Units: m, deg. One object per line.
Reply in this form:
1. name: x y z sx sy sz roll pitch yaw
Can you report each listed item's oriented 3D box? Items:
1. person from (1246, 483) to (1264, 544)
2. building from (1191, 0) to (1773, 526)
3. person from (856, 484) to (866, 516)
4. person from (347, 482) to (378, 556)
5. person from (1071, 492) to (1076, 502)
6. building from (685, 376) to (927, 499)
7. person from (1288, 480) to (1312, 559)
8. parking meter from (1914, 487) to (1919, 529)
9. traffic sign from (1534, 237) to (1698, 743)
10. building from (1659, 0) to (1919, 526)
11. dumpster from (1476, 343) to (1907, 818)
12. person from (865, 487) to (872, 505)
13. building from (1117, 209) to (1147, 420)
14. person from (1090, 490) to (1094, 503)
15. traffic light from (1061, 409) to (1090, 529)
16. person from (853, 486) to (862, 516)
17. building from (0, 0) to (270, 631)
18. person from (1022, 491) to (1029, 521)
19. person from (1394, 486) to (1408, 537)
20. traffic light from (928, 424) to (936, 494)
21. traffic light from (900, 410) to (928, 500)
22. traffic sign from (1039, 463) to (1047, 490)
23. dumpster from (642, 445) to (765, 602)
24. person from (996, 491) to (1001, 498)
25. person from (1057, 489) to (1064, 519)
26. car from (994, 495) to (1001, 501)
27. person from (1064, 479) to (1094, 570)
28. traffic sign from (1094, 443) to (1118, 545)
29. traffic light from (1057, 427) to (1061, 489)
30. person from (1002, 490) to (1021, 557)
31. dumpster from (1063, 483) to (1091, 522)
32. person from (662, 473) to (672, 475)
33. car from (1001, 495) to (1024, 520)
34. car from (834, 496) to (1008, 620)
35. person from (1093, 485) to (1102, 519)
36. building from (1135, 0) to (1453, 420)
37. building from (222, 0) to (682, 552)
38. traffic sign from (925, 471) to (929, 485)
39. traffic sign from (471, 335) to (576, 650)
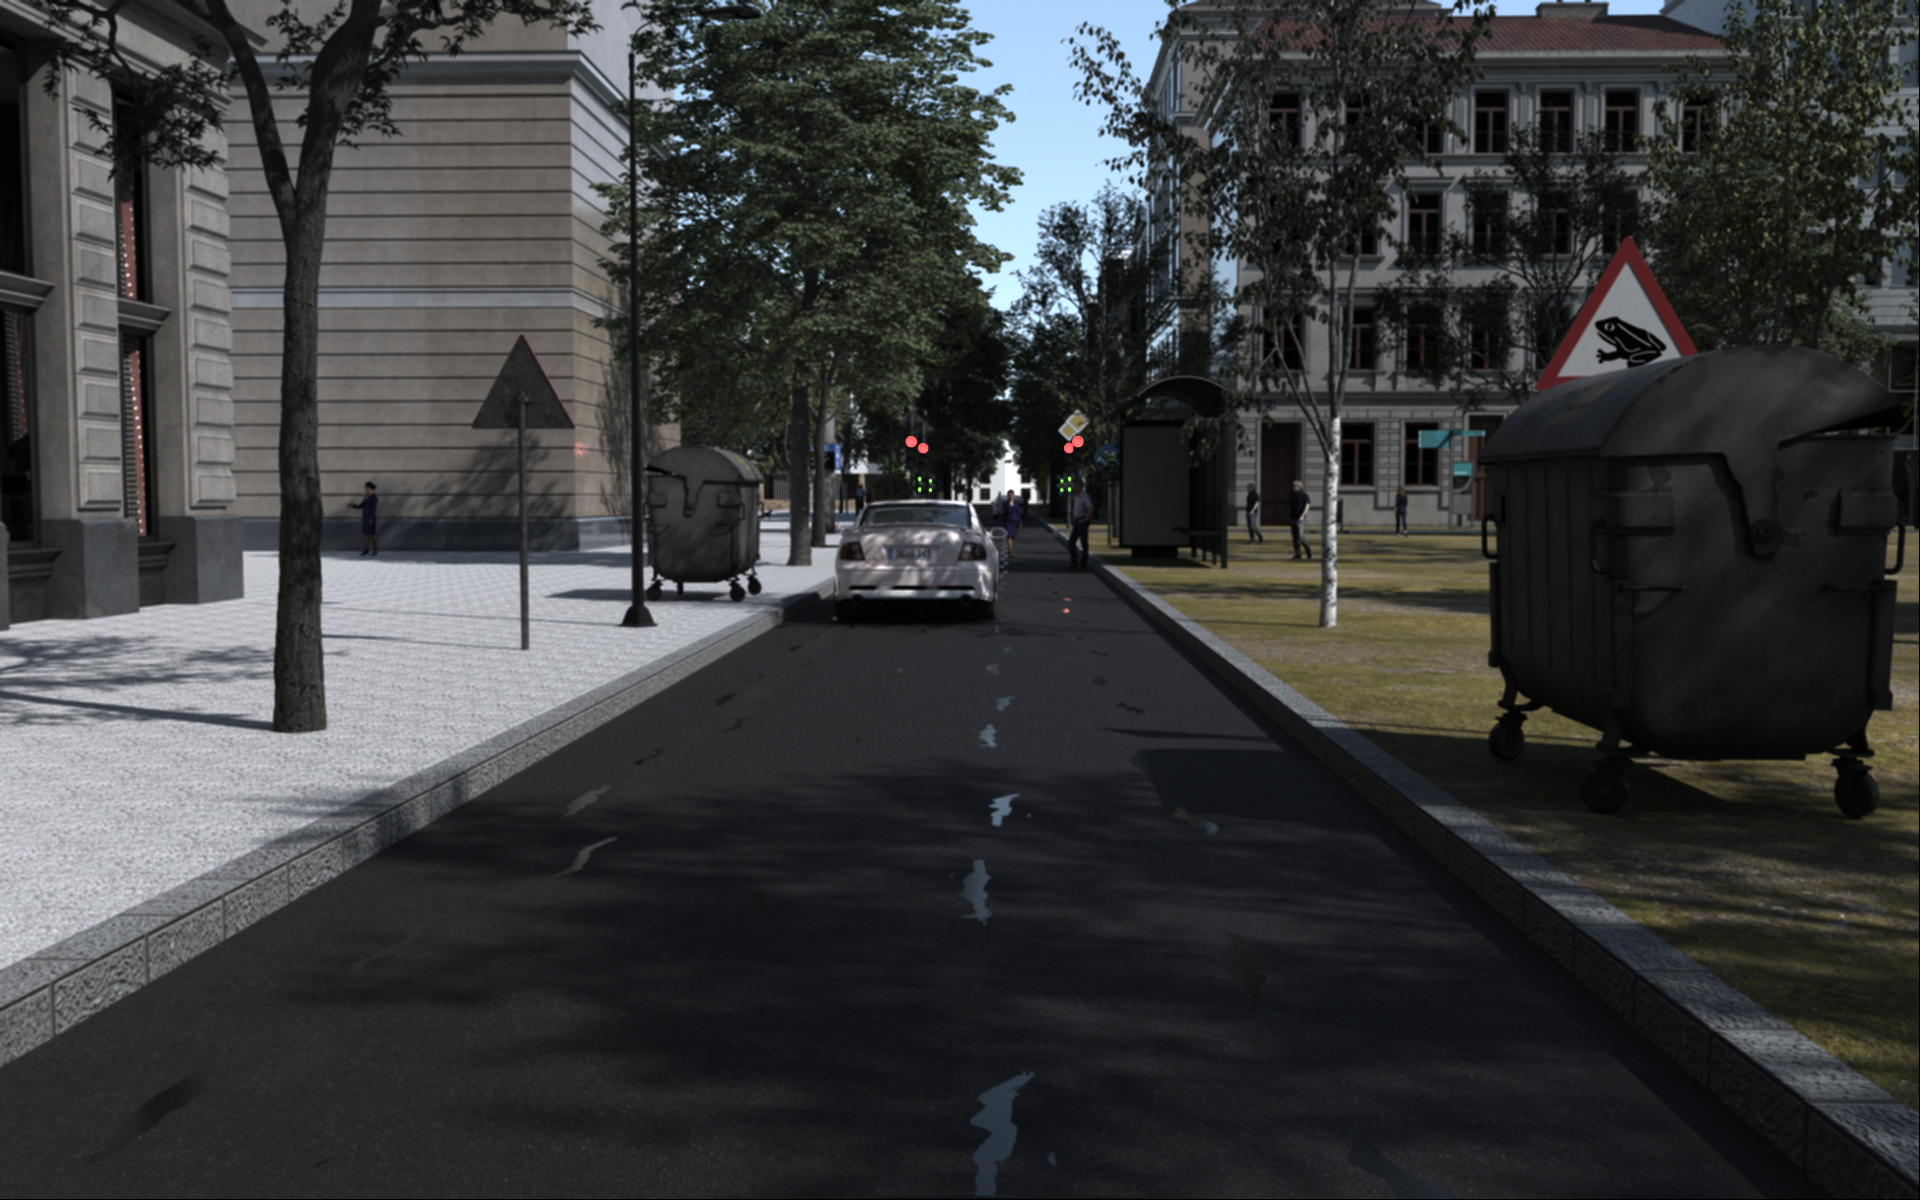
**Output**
1. person: 7.561 -2.212 44.421 0.471 1.553 0.569 1 4 11
2. building: 20.892 -14.480 72.907 21.152 22.565 11.583 0 4 2
3. person: -5.533 -5.627 97.917 0.709 1.838 0.599 2 4 25
4. person: -12.376 -1.689 36.030 0.453 1.535 0.546 1 4 19
5. person: 3.906 -2.993 57.198 0.429 1.552 0.499 -1 4 -16
6. building: -19.219 -20.621 203.611 31.486 18.905 16.747 0 4 2
7. person: 6.720 -1.576 34.013 0.471 1.553 0.569 0 4 -3
8. parking meter: 35.163 -3.362 63.377 0.372 1.533 0.369 0 3 0
9. traffic sign: 3.380 -0.542 8.863 0.884 2.594 0.081 0 4 6
10. building: 46.384 -18.064 72.839 29.804 29.767 11.434 0 4 2
11. dumpster: 3.117 -0.111 7.570 1.264 1.857 1.865 0 4 2
12. person: -6.891 -7.631 131.361 0.434 1.755 0.990 0 4 3
13. building: 18.271 -18.486 121.334 14.460 24.649 34.723 0 4 2
14. person: 8.691 -6.608 116.294 0.614 1.554 0.590 0 4 -5
15. traffic light: 3.806 -4.108 56.413 0.839 4.213 0.868 0 4 2
16. person: -5.827 -5.665 99.204 0.617 1.759 0.750 0 4 7
17. building: -13.857 -11.172 11.536 11.050 23.489 19.941 0 4 2
18. person: 3.477 -4.983 91.677 0.444 1.614 0.593 2 4 34
19. person: 13.290 -2.658 52.044 0.480 1.512 0.613 -2 4 -26
20. traffic light: -1.337 -4.604 64.525 0.839 4.213 0.868 0 4 2
21. traffic light: -1.554 -4.116 56.542 0.839 4.213 0.868 0 4 2
22. traffic sign: 6.382 -7.410 115.018 2.265 3.308 0.079 1 4 10
23. dumpster: -3.142 -0.950 21.289 1.264 1.857 1.865 0 4 2
24. person: 4.515 -11.728 200.976 0.721 1.735 1.217 -2 4 -27
25. person: 5.268 -5.048 88.442 0.709 1.838 0.599 -1 4 -20
26. car: 4.083 -8.902 158.123 1.945 1.354 3.894 0 4 1
27. person: 2.231 -1.420 32.651 0.436 1.711 0.756 -1 4 -12
28. traffic sign: 3.762 -2.657 43.554 0.768 2.556 0.104 0 4 6
29. traffic light: 4.023 -4.596 64.395 0.839 4.213 0.868 0 4 2
30. person: 1.195 -1.728 39.130 0.453 1.535 0.546 -2 4 -30
31. dumpster: 5.307 -4.453 78.568 1.264 1.857 1.865 0 4 2
32. person: -5.594 -1.666 33.737 0.568 1.767 0.683 1 4 23
33. car: 2.800 -5.294 98.915 2.083 1.381 4.827 0 4 1
34. car: -0.469 -0.534 21.095 2.083 1.381 4.827 0 4 1
35. person: 7.063 -5.001 88.628 0.431 1.722 0.655 1 4 13
36. building: 17.049 -18.814 93.510 13.634 28.700 20.117 0 4 2
37. building: -18.042 -15.817 44.511 20.117 28.700 13.634 0 4 2
38. traffic sign: -1.823 -6.090 99.580 0.884 2.594 0.081 1 4 8
39. traffic sign: -3.577 -0.867 14.176 0.884 2.594 0.081 0 4 7
